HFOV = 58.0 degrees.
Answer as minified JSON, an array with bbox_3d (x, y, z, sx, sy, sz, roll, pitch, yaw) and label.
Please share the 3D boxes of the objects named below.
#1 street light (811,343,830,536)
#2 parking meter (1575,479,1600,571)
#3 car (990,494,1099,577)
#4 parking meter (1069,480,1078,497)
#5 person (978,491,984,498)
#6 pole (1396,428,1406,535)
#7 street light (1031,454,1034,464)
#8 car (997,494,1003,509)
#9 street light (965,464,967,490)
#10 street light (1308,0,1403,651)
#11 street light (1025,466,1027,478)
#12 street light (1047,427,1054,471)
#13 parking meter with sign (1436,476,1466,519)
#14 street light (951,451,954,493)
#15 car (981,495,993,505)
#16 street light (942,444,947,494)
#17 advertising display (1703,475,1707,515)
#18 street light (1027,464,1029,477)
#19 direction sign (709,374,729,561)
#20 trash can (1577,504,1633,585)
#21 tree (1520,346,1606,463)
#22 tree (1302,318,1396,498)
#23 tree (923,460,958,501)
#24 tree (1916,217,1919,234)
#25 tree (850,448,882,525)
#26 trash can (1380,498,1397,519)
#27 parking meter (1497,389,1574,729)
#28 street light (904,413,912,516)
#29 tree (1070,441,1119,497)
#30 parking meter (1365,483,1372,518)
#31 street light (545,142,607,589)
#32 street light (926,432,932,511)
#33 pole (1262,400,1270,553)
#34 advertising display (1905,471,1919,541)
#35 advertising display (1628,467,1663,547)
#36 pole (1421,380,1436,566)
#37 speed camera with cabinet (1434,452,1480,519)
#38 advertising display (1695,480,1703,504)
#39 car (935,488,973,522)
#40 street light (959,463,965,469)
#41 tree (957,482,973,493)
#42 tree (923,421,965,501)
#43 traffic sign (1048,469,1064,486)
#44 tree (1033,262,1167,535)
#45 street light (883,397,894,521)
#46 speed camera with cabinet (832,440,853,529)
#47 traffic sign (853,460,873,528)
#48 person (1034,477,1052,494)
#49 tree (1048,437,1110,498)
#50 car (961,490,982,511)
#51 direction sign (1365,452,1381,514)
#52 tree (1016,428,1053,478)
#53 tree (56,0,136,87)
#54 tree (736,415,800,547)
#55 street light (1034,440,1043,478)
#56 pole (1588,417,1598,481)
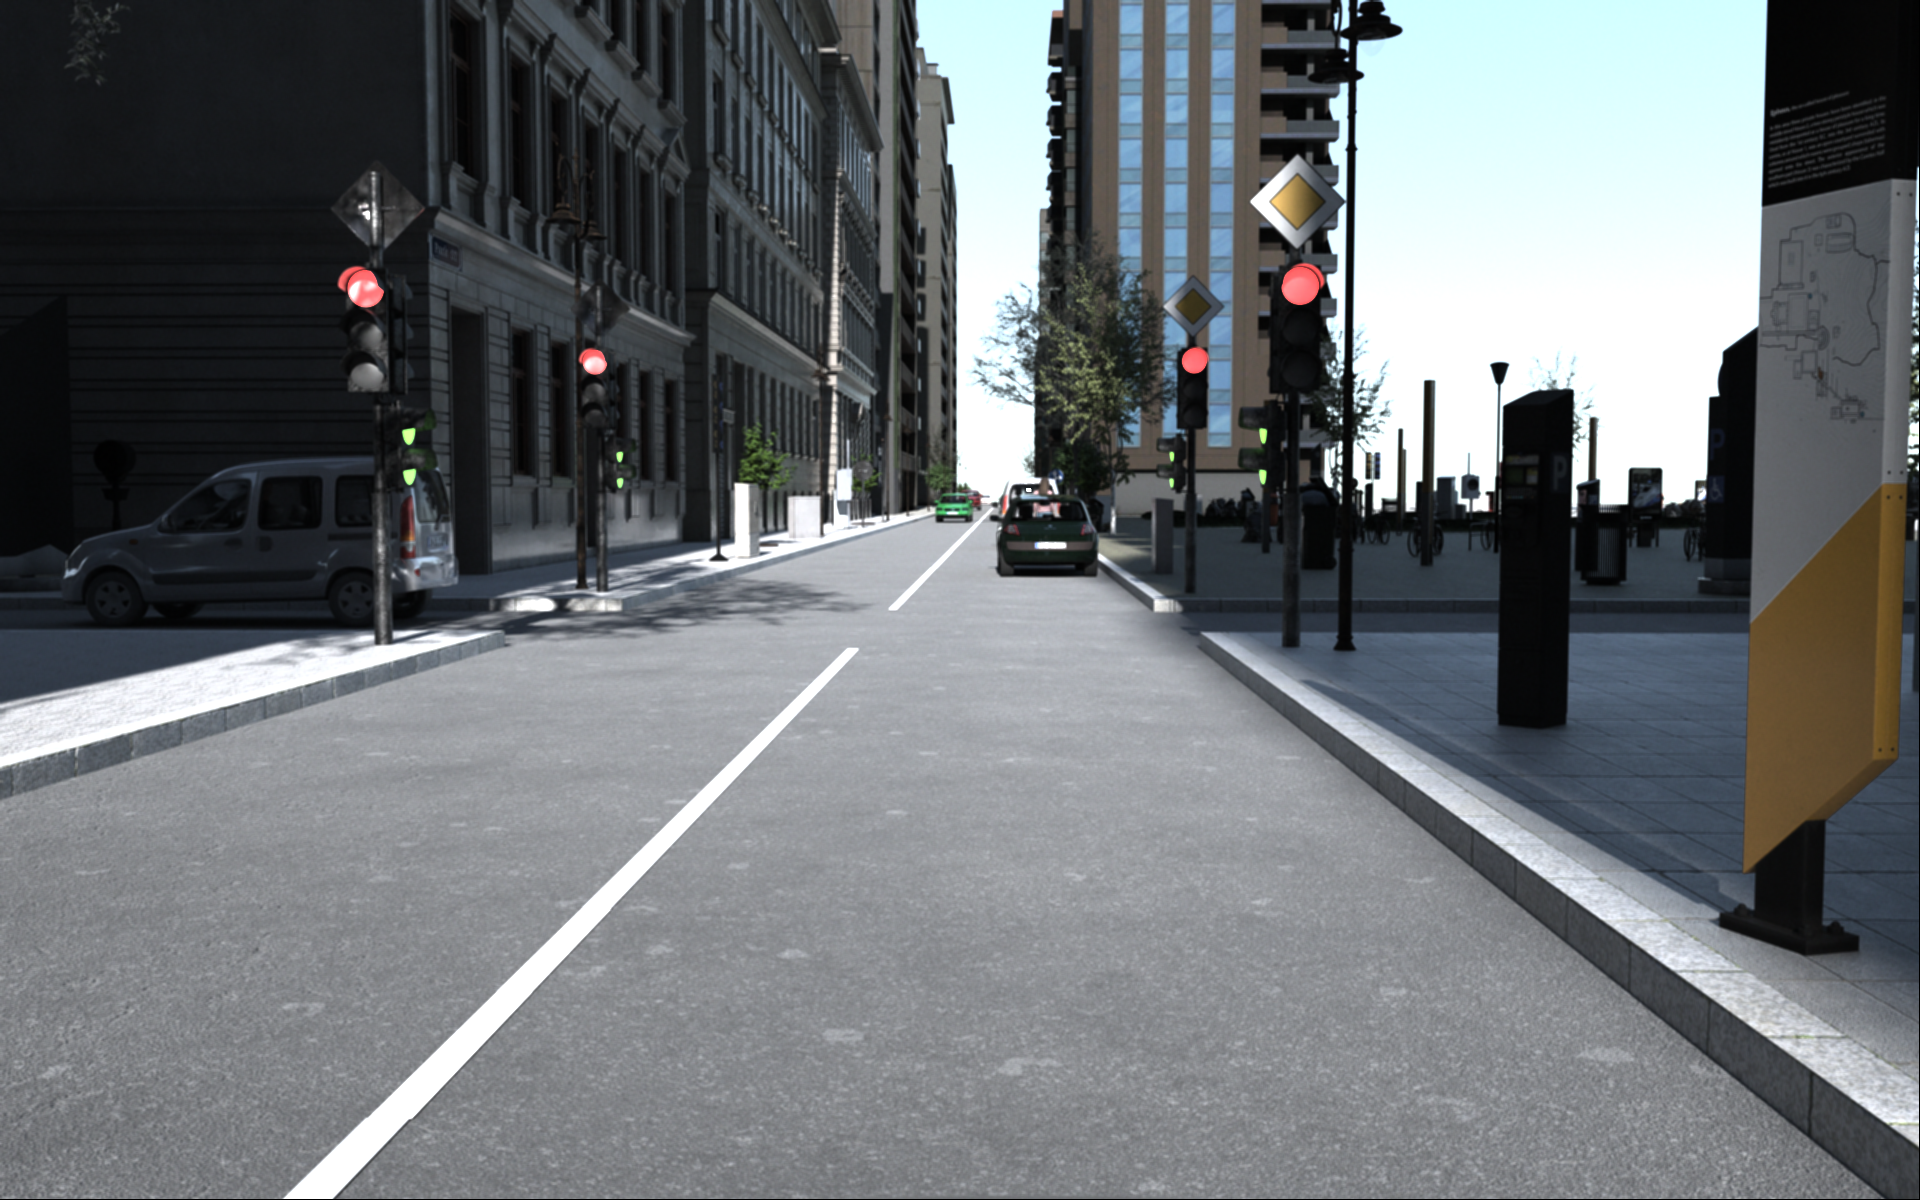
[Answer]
[{"bbox_3d":[-4.258,-4.912,53.092,0.468,5.910,1.993,0,4,2],"label":"street light"},{"bbox_3d":[10.495,-1.257,28.971,0.372,1.533,0.369,0,3,0],"label":"parking meter"},{"bbox_3d":[1.549,-1.323,31.416,2.009,1.686,4.222,0,4,0],"label":"car"},{"bbox_3d":[4.750,-4.086,72.510,0.255,1.863,0.399,2,4,30],"label":"parking meter"},{"bbox_3d":[2.341,-12.932,219.956,1.348,1.821,0.705,1,4,12],"label":"person"},{"bbox_3d":[13.644,-3.661,53.704,0.158,3.312,0.155,0,3,0],"label":"pole"},{"bbox_3d":[7.564,-12.264,173.303,0.468,5.910,1.993,0,4,2],"label":"street light"},{"bbox_3d":[4.637,-9.693,168.267,2.009,1.686,4.222,0,4,1],"label":"car"},{"bbox_3d":[0.802,-16.438,241.544,0.468,5.910,1.993,0,4,2],"label":"street light"},{"bbox_3d":[3.166,-2.525,14.076,0.468,5.910,1.993,0,4,2],"label":"street light"},{"bbox_3d":[8.910,-15.495,226.131,0.468,5.910,1.993,0,4,2],"label":"street light"},{"bbox_3d":[5.949,-8.630,113.883,0.468,5.910,1.993,0,4,2],"label":"street light"},{"bbox_3d":[20.444,-4.684,72.852,1.738,3.016,0.543,3,5,42],"label":"parking meter with sign"},{"bbox_3d":[-0.823,-12.840,182.716,0.468,5.910,1.993,0,4,2],"label":"street light"},{"bbox_3d":[3.355,-13.484,232.818,2.083,1.381,4.827,0,4,2],"label":"car"},{"bbox_3d":[-1.425,-11.363,158.568,0.468,5.910,1.993,0,4,2],"label":"street light"},{"bbox_3d":[23.651,-2.990,54.105,0.123,1.923,0.974,-1,4,-13],"label":"advertising display"},{"bbox_3d":[8.161,-13.696,196.715,0.468,5.910,1.993,0,4,2],"label":"street light"},{"bbox_3d":[-4.625,-2.513,33.086,0.379,3.537,0.876,0,4,4],"label":"direction sign"},{"bbox_3d":[9.107,-0.785,24.483,0.748,1.137,0.748,0,3,0],"label":"trash can"},{"bbox_3d":[30.008,-8.369,87.189,4.360,8.622,3.978,0,3,0],"label":"tree"},{"bbox_3d":[16.149,-7.527,73.427,4.737,8.622,4.395,0,3,0],"label":"tree"},{"bbox_3d":[-1.880,-11.198,166.807,4.285,4.588,4.351,0,3,0],"label":"tree"},{"bbox_3d":[23.568,-5.552,41.146,4.737,8.622,4.395,0,3,0],"label":"tree"},{"bbox_3d":[-4.118,-4.797,73.026,1.663,3.219,1.824,0,3,0],"label":"tree"},{"bbox_3d":[15.640,-3.137,62.945,0.748,1.137,0.748,0,3,0],"label":"trash can"},{"bbox_3d":[3.181,-0.237,9.582,0.399,1.863,0.255,-3,5,-45],"label":"parking meter"},{"bbox_3d":[-3.003,-7.744,99.407,0.468,5.910,1.993,0,4,2],"label":"street light"},{"bbox_3d":[4.569,-4.074,61.214,1.663,3.219,1.824,0,3,0],"label":"tree"},{"bbox_3d":[21.648,-5.267,91.823,0.255,1.863,0.399,-1,4,-15],"label":"parking meter"},{"bbox_3d":[-5.118,-3.087,23.265,0.468,5.910,1.993,0,4,2],"label":"street light"},{"bbox_3d":[-2.341,-9.544,128.825,0.468,5.910,1.993,0,4,2],"label":"street light"},{"bbox_3d":[6.675,-2.684,37.718,0.158,3.312,0.155,0,3,0],"label":"pole"},{"bbox_3d":[26.224,-2.608,47.858,0.123,1.923,0.974,-1,4,-13],"label":"advertising display"},{"bbox_3d":[16.606,-2.250,41.996,0.974,1.923,0.123,-1,4,-23],"label":"advertising display"},{"bbox_3d":[8.381,-2.272,30.998,0.158,3.312,0.155,0,3,0],"label":"pole"},{"bbox_3d":[23.329,-5.321,81.339,2.038,3.252,0.660,-1,4,-10],"label":"speed camera with cabinet"},{"bbox_3d":[34.163,-4.566,79.869,0.974,1.923,0.123,-3,5,-41],"label":"advertising display"},{"bbox_3d":[-0.292,-4.895,88.832,1.959,1.807,4.718,0,4,3],"label":"car"},{"bbox_3d":[0.017,-14.639,212.129,0.468,5.910,1.993,0,4,2],"label":"street light"},{"bbox_3d":[0.757,-15.425,246.793,1.663,3.219,1.824,0,3,0],"label":"tree"},{"bbox_3d":[-1.928,-13.562,172.102,4.360,8.622,3.978,0,3,0],"label":"tree"},{"bbox_3d":[4.867,-5.364,87.807,0.768,2.556,0.104,0,4,4],"label":"traffic sign"},{"bbox_3d":[4.630,-6.352,54.215,4.737,8.622,4.395,0,3,0],"label":"tree"},{"bbox_3d":[-3.446,-6.714,82.565,0.468,5.910,1.993,0,4,2],"label":"street light"},{"bbox_3d":[-4.361,-4.248,63.792,0.660,3.252,2.038,-1,4,-8],"label":"speed camera with cabinet"},{"bbox_3d":[-3.658,-3.989,65.329,0.768,2.556,0.104,0,4,3],"label":"traffic sign"},{"bbox_3d":[1.977,-1.941,40.238,0.555,1.821,0.388,0,4,-1],"label":"person"},{"bbox_3d":[6.144,-6.534,90.545,4.285,4.588,4.351,0,3,0],"label":"tree"},{"bbox_3d":[0.847,-8.801,152.563,2.281,1.827,5.304,0,4,2],"label":"car"},{"bbox_3d":[22.241,-6.199,93.348,0.876,3.537,0.379,-1,4,-14],"label":"direction sign"},{"bbox_3d":[8.272,-14.397,185.760,4.360,8.622,3.978,0,3,0],"label":"tree"},{"bbox_3d":[-6.154,-5.951,7.670,12.009,13.543,11.850,0,3,0],"label":"tree"},{"bbox_3d":[-5.015,-2.924,42.417,1.663,3.219,1.824,0,3,0],"label":"tree"},{"bbox_3d":[6.655,-10.465,143.891,0.468,5.910,1.993,0,4,2],"label":"street light"},{"bbox_3d":[16.790,-3.190,46.001,0.158,3.312,0.155,0,3,0],"label":"pole"}]
